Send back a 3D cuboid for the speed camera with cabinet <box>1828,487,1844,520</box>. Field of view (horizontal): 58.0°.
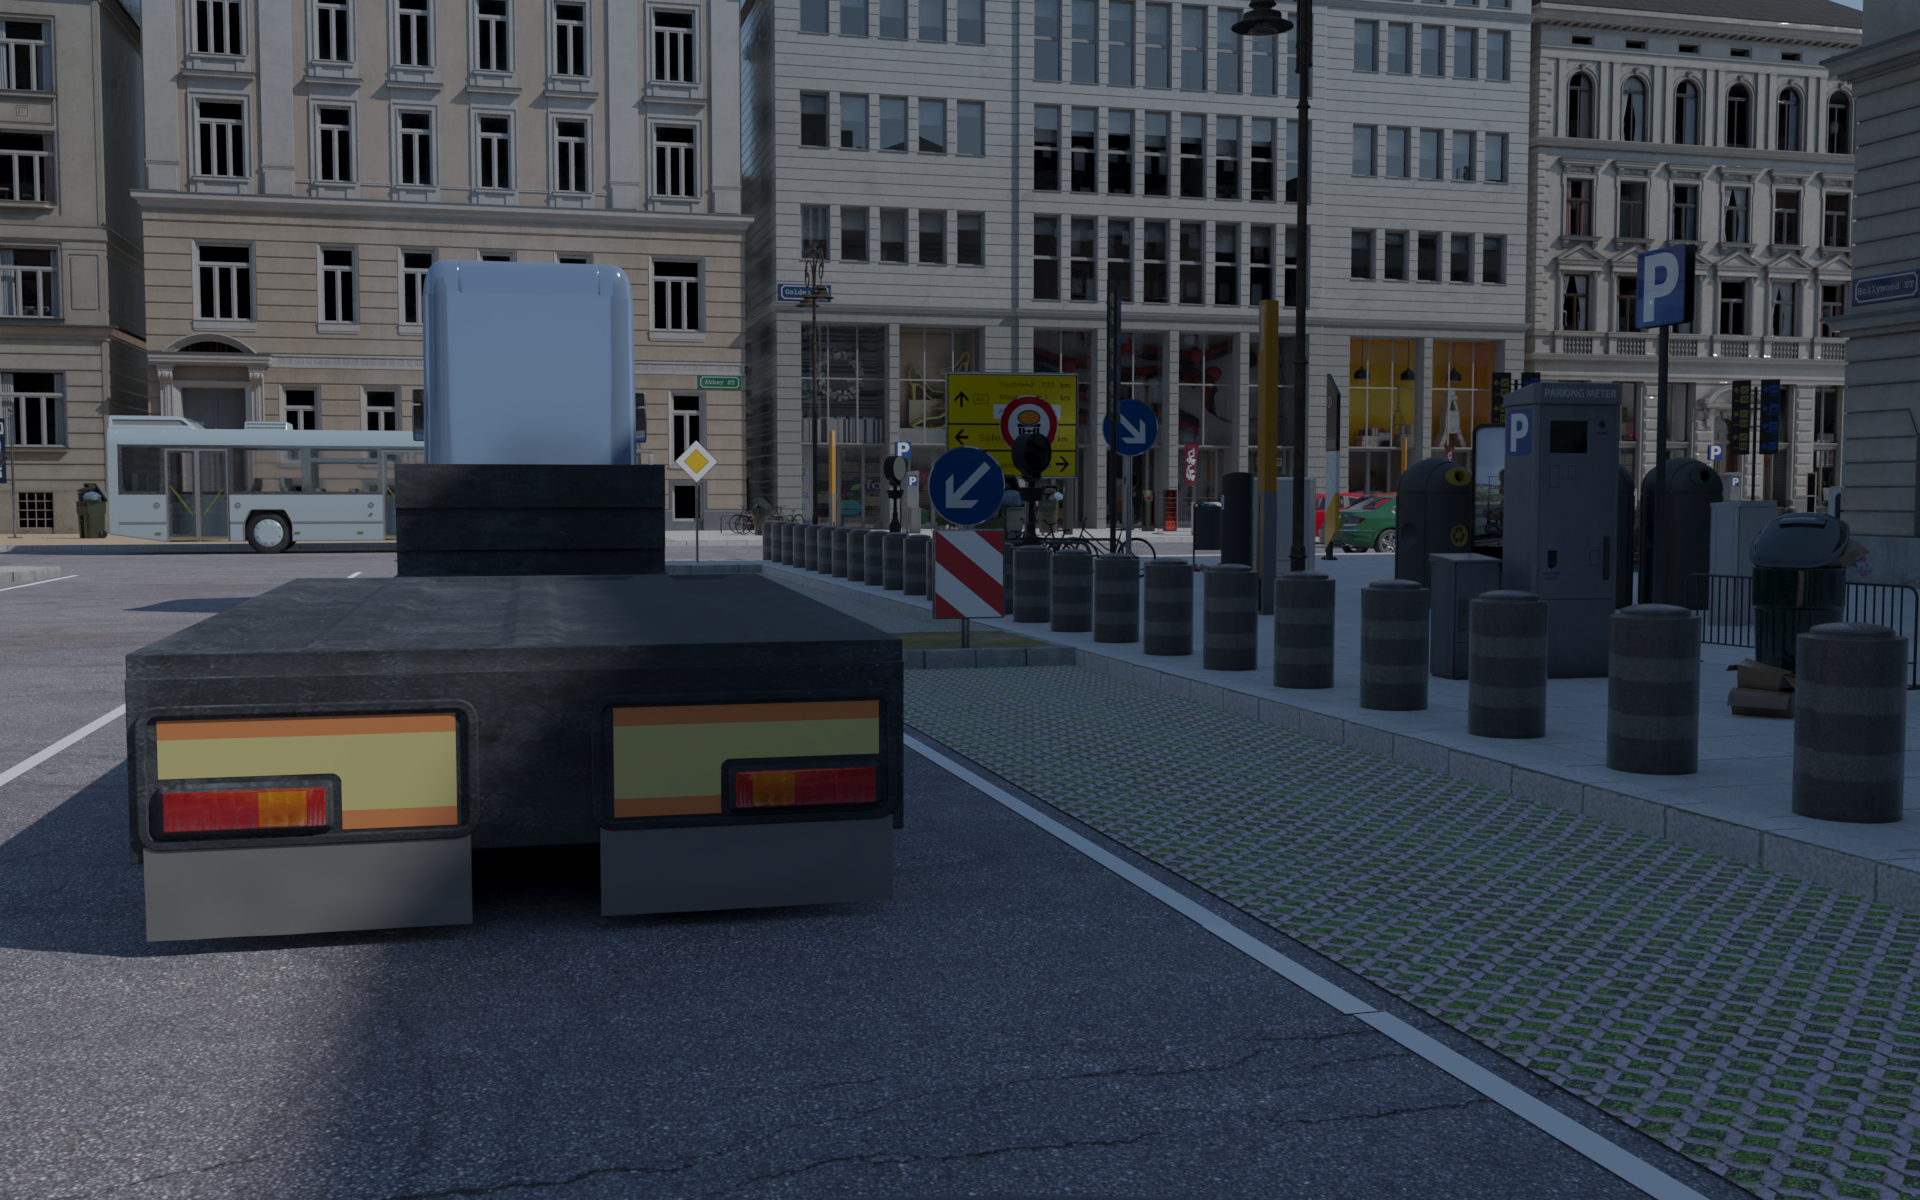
[{"bbox_3d":[19.892,-2.631,37.347,2.038,3.252,0.660,2,4,29],"label":"speed camera with cabinet"}]

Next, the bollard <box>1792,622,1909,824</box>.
[{"bbox_3d":[3.549,0.477,6.912,0.404,0.777,0.398,0,3,0],"label":"bollard"}]

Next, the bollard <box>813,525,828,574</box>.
[{"bbox_3d":[-2.089,-0.805,27.884,0.404,0.777,0.398,0,3,0],"label":"bollard"}]

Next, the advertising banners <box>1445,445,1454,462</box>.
[{"bbox_3d":[17.784,-3.980,61.257,0.090,3.025,2.074,-1,4,-22],"label":"advertising banners"}]

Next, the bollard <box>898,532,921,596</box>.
[{"bbox_3d":[-0.520,-0.449,22.057,0.404,0.777,0.398,0,3,0],"label":"bollard"}]

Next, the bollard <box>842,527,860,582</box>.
[{"bbox_3d":[-1.461,-0.663,25.559,0.404,0.777,0.398,0,3,0],"label":"bollard"}]

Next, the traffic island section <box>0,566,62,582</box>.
[{"bbox_3d":[-16.530,-0.431,29.329,2.009,0.180,2.903,-1,4,-15],"label":"traffic island section"}]

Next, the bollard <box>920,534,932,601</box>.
[{"bbox_3d":[-0.208,-0.378,20.896,0.404,0.777,0.398,0,3,0],"label":"bollard"}]

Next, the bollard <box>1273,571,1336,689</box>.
[{"bbox_3d":[2.298,0.193,11.560,0.404,0.777,0.398,0,3,0],"label":"bollard"}]

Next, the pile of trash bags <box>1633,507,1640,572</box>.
[{"bbox_3d":[11.013,-1.193,29.255,3.447,1.369,1.912,0,4,-7],"label":"pile of trash bags"}]

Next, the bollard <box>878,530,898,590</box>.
[{"bbox_3d":[-0.833,-0.520,23.224,0.404,0.777,0.398,0,3,0],"label":"bollard"}]

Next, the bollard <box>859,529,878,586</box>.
[{"bbox_3d":[-1.147,-0.592,24.396,0.404,0.777,0.398,0,3,0],"label":"bollard"}]

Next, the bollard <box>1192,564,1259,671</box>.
[{"bbox_3d":[1.987,0.122,12.721,0.404,0.777,0.398,0,3,0],"label":"bollard"}]

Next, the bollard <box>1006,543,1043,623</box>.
[{"bbox_3d":[0.733,-0.163,17.389,0.404,0.777,0.398,0,3,0],"label":"bollard"}]

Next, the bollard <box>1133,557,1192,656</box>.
[{"bbox_3d":[1.672,0.051,13.890,0.404,0.777,0.398,0,3,0],"label":"bollard"}]

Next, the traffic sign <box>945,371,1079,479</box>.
[{"bbox_3d":[0.870,-2.148,28.995,2.265,3.308,0.079,-1,4,-10],"label":"traffic sign"}]

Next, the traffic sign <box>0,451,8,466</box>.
[{"bbox_3d":[-16.509,-1.568,29.273,0.795,2.450,0.064,-1,4,-15],"label":"traffic sign"}]

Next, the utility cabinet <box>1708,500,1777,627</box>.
[{"bbox_3d":[7.758,-0.369,17.188,0.306,1.237,1.020,3,5,43],"label":"utility cabinet"}]

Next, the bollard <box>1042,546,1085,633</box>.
[{"bbox_3d":[1.048,-0.092,16.217,0.404,0.777,0.398,0,3,0],"label":"bollard"}]

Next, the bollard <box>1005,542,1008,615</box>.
[{"bbox_3d":[0.422,-0.235,18.555,0.404,0.777,0.398,0,3,0],"label":"bollard"}]

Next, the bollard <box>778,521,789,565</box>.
[{"bbox_3d":[-3.025,-1.019,31.372,0.404,0.777,0.398,0,3,0],"label":"bollard"}]

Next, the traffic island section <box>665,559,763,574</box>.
[{"bbox_3d":[-4.898,-0.621,32.438,2.009,0.180,2.903,-1,4,-15],"label":"traffic island section"}]

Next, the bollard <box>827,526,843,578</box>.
[{"bbox_3d":[-1.775,-0.734,26.724,0.404,0.777,0.398,0,3,0],"label":"bollard"}]

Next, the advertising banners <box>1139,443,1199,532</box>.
[{"bbox_3d":[7.158,-3.855,59.216,2.074,3.025,0.090,0,4,-5],"label":"advertising banners"}]

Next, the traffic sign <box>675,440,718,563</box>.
[{"bbox_3d":[-4.919,-1.756,32.355,0.795,2.450,0.064,-1,4,-15],"label":"traffic sign"}]

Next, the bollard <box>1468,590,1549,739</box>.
[{"bbox_3d":[2.923,0.335,9.239,0.404,0.777,0.398,0,3,0],"label":"bollard"}]

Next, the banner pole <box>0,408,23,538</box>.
[{"bbox_3d":[-27.747,-3.684,50.257,0.863,3.779,0.401,-2,4,-35],"label":"banner pole"}]

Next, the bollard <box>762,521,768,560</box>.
[{"bbox_3d":[-3.645,-1.162,33.711,0.404,0.777,0.398,0,3,0],"label":"bollard"}]

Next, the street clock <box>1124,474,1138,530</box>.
[{"bbox_3d":[6.060,-3.477,61.414,0.471,2.002,0.358,-1,4,-22],"label":"street clock"}]

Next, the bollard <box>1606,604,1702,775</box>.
[{"bbox_3d":[3.233,0.406,8.071,0.404,0.777,0.398,0,3,0],"label":"bollard"}]

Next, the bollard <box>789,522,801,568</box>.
[{"bbox_3d":[-2.709,-0.948,30.210,0.404,0.777,0.398,0,3,0],"label":"bollard"}]

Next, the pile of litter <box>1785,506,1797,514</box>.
[{"bbox_3d":[31.225,-3.099,64.641,1.719,0.858,1.176,0,3,0],"label":"pile of litter"}]

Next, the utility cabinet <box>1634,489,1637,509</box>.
[{"bbox_3d":[25.084,-3.496,65.838,1.173,1.500,0.318,0,4,-2],"label":"utility cabinet"}]

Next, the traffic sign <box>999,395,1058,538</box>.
[{"bbox_3d":[0.883,-1.367,22.454,0.768,2.556,0.104,0,4,-8],"label":"traffic sign"}]

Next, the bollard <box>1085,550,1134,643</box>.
[{"bbox_3d":[1.361,-0.021,15.056,0.404,0.777,0.398,0,3,0],"label":"bollard"}]

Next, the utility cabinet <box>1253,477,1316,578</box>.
[{"bbox_3d":[4.044,-0.859,22.724,1.173,1.500,0.318,2,4,28],"label":"utility cabinet"}]

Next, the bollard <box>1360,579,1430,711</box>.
[{"bbox_3d":[2.610,0.264,10.399,0.404,0.777,0.398,0,3,0],"label":"bollard"}]

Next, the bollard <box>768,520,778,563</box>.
[{"bbox_3d":[-3.336,-1.090,32.536,0.404,0.777,0.398,0,3,0],"label":"bollard"}]

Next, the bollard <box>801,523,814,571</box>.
[{"bbox_3d":[-2.396,-0.876,29.046,0.404,0.777,0.398,0,3,0],"label":"bollard"}]

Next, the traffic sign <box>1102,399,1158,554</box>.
[{"bbox_3d":[2.271,-1.418,23.287,0.768,2.556,0.104,0,4,-7],"label":"traffic sign"}]
